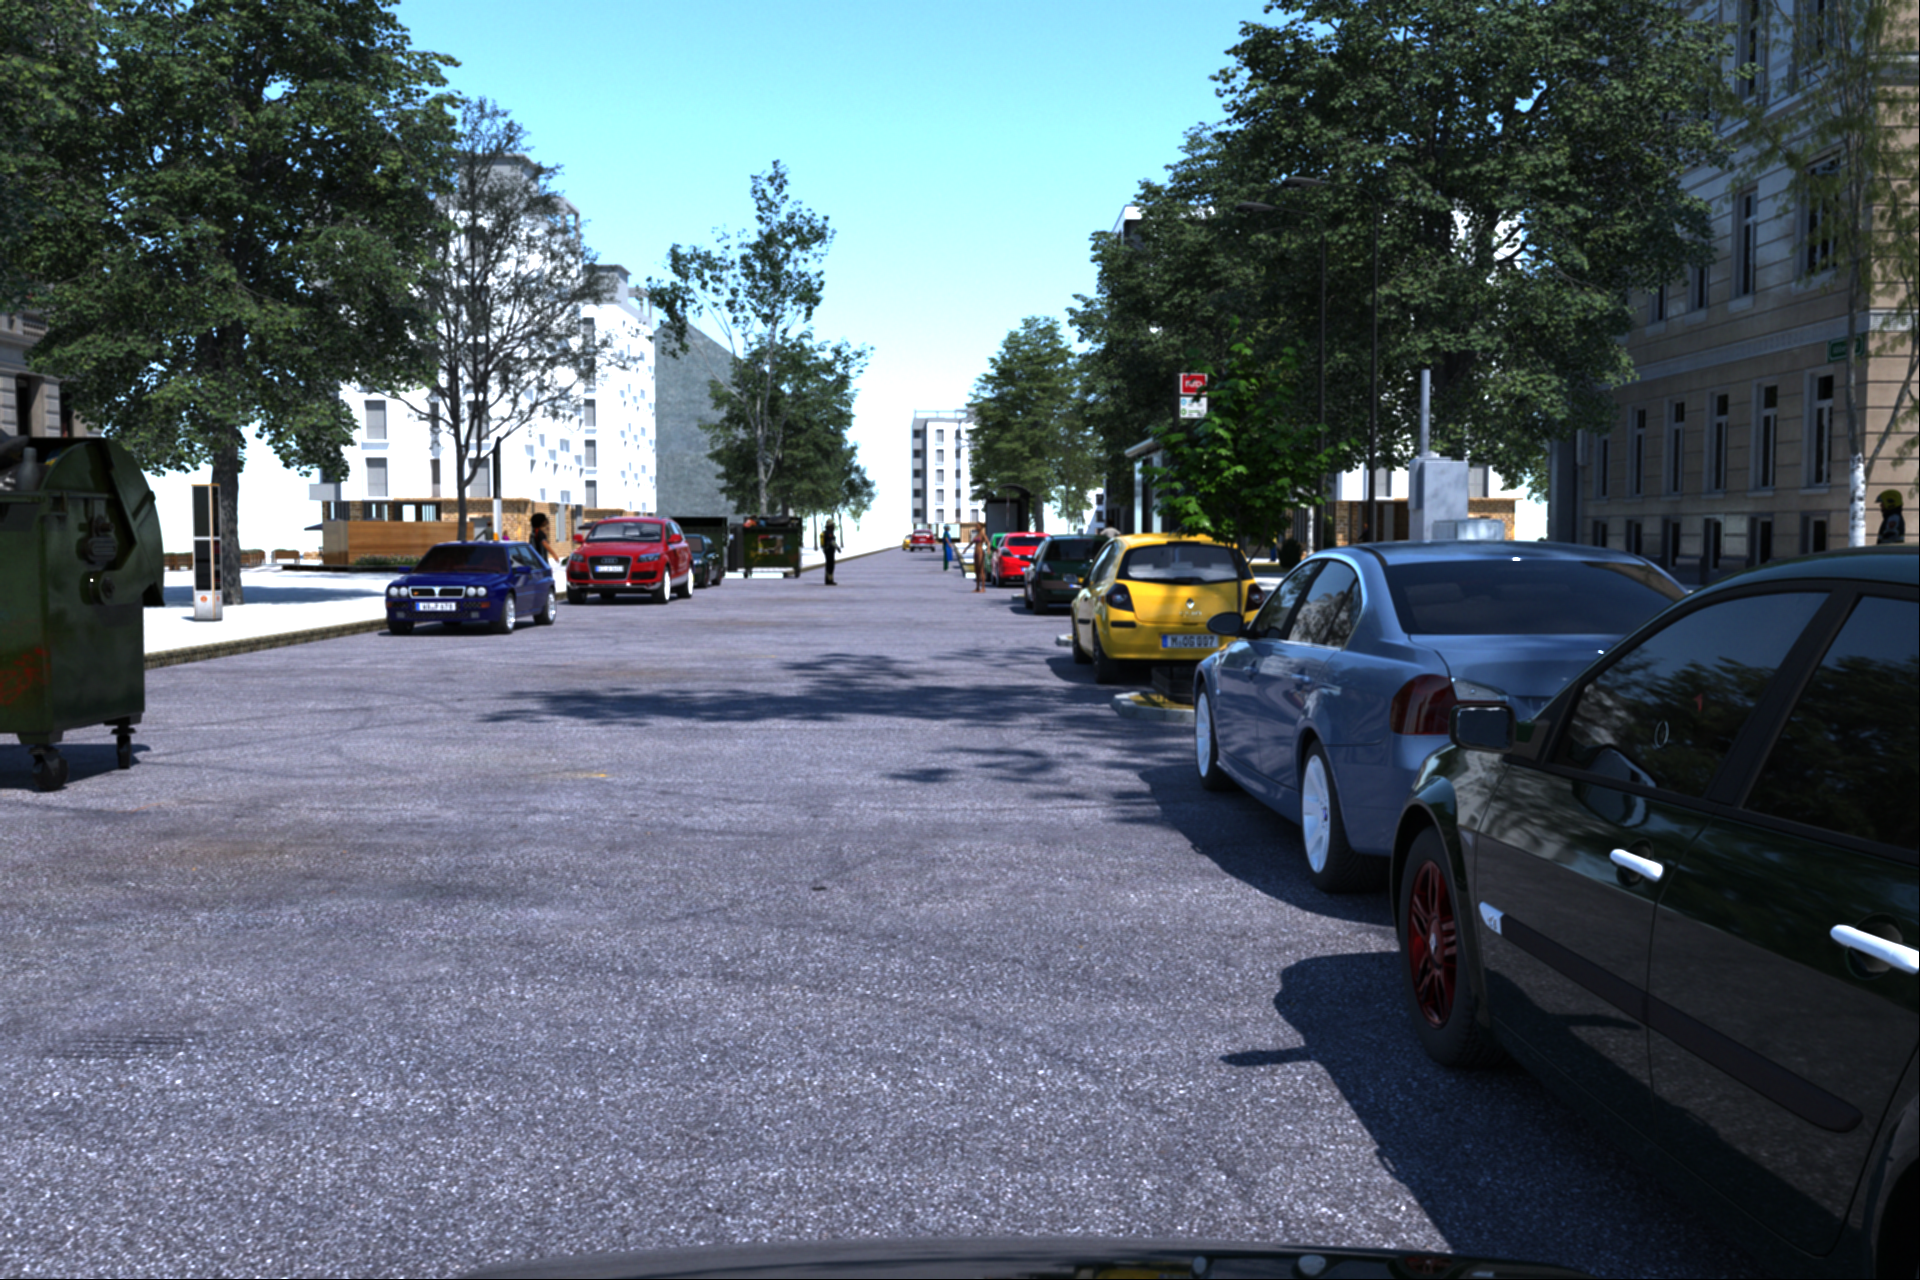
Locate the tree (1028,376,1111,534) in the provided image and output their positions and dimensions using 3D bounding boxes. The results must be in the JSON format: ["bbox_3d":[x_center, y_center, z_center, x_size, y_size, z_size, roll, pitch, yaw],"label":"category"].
[{"bbox_3d":[4.909,-8.017,81.437,4.360,8.622,3.978,0,3,0],"label":"tree"}]

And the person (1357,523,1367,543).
[{"bbox_3d":[18.534,-4.456,79.073,0.704,1.802,1.346,-1,4,-16],"label":"person"}]

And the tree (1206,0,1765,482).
[{"bbox_3d":[8.473,-7.545,30.014,9.857,13.997,8.962,0,3,0],"label":"tree"}]

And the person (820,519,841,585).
[{"bbox_3d":[-3.636,-2.476,48.721,0.705,1.856,1.354,-1,4,-20],"label":"person"}]

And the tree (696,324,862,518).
[{"bbox_3d":[-10.731,-12.121,104.837,9.857,13.997,8.962,0,3,0],"label":"tree"}]

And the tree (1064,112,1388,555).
[{"bbox_3d":[8.194,-8.865,51.591,9.857,13.997,8.962,0,3,0],"label":"tree"}]

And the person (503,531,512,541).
[{"bbox_3d":[-19.582,-4.015,74.919,0.599,1.433,0.991,2,4,28],"label":"person"}]

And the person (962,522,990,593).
[{"bbox_3d":[0.413,-2.032,42.488,0.721,1.733,1.217,-2,4,-31],"label":"person"}]

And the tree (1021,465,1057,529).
[{"bbox_3d":[5.005,-10.549,122.840,4.737,8.622,4.395,0,3,0],"label":"tree"}]

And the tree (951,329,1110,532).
[{"bbox_3d":[4.609,-11.772,102.845,12.009,13.543,11.850,0,3,0],"label":"tree"}]

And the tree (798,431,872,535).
[{"bbox_3d":[-11.206,-13.140,149.249,8.767,10.594,7.601,2,4,34],"label":"tree"}]

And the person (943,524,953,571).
[{"bbox_3d":[-0.481,-3.561,66.809,0.704,1.817,1.347,0,4,-4],"label":"person"}]

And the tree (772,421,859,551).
[{"bbox_3d":[-11.168,-11.980,130.292,7.601,10.594,8.767,-2,4,-31],"label":"tree"}]

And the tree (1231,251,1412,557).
[{"bbox_3d":[8.558,-5.544,41.013,4.737,8.622,4.395,0,3,0],"label":"tree"}]

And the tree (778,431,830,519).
[{"bbox_3d":[-10.690,-10.177,116.762,4.737,8.622,4.395,0,3,0],"label":"tree"}]

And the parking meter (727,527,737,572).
[{"bbox_3d":[-7.805,-3.109,59.247,0.372,1.533,0.369,0,3,0],"label":"parking meter"}]

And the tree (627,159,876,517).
[{"bbox_3d":[-10.809,-14.328,90.158,12.611,20.169,13.585,0,3,0],"label":"tree"}]

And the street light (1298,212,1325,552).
[{"bbox_3d":[5.631,-3.173,24.422,1.470,5.913,1.316,0,3,0],"label":"street light"}]

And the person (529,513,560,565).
[{"bbox_3d":[-7.736,-1.433,32.028,0.704,1.843,1.345,-2,4,-33],"label":"person"}]

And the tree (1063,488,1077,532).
[{"bbox_3d":[17.022,-18.443,251.911,4.360,8.622,3.978,0,3,0],"label":"tree"}]

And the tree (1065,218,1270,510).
[{"bbox_3d":[8.976,-9.890,68.355,9.857,13.997,8.962,0,3,0],"label":"tree"}]

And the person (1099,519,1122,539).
[{"bbox_3d":[4.375,-2.707,51.035,1.217,1.739,0.721,-1,4,-18],"label":"person"}]

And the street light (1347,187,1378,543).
[{"bbox_3d":[5.957,-3.069,22.712,1.470,5.913,1.316,0,4,0],"label":"street light"}]

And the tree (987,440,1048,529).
[{"bbox_3d":[4.112,-10.110,115.662,4.737,8.622,4.395,0,3,0],"label":"tree"}]

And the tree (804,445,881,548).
[{"bbox_3d":[-11.104,-13.829,160.509,8.767,10.594,7.601,-3,4,-37],"label":"tree"}]

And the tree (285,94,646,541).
[{"bbox_3d":[-13.760,-8.414,47.937,12.009,13.543,11.850,0,3,0],"label":"tree"}]

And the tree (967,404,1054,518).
[{"bbox_3d":[4.233,-13.936,145.980,7.486,12.596,7.792,0,3,0],"label":"tree"}]

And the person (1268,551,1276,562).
[{"bbox_3d":[14.240,-4.446,79.162,0.721,1.772,1.216,3,5,43],"label":"person"}]

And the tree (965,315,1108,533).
[{"bbox_3d":[3.803,-10.533,90.335,7.486,12.596,7.792,0,3,0],"label":"tree"}]

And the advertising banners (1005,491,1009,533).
[{"bbox_3d":[1.833,-4.376,67.728,0.090,3.025,2.074,0,4,-1],"label":"advertising banners"}]

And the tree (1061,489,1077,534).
[{"bbox_3d":[16.799,-18.167,247.391,4.360,8.622,3.978,0,3,0],"label":"tree"}]

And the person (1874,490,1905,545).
[{"bbox_3d":[12.061,-1.026,22.538,0.704,1.858,1.351,2,4,33],"label":"person"}]

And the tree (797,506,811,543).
[{"bbox_3d":[-22.757,-18.548,253.619,4.737,8.622,4.395,0,3,0],"label":"tree"}]

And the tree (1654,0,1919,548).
[{"bbox_3d":[8.341,-4.038,16.389,4.360,8.622,3.978,0,3,0],"label":"tree"}]

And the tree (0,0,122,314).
[{"bbox_3d":[-13.581,-6.771,17.363,9.857,13.997,8.962,0,3,0],"label":"tree"}]

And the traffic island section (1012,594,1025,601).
[{"bbox_3d":[2.139,-0.927,38.021,1.991,0.108,1.994,0,4,0],"label":"traffic island section"}]

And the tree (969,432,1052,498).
[{"bbox_3d":[4.705,-14.150,157.113,9.928,11.665,9.643,0,3,0],"label":"tree"}]

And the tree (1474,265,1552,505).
[{"bbox_3d":[25.270,-9.497,73.403,7.486,12.596,7.792,0,3,0],"label":"tree"}]

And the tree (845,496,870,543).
[{"bbox_3d":[-15.024,-18.530,253.332,4.737,8.622,4.395,0,3,0],"label":"tree"}]

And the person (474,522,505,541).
[{"bbox_3d":[-19.529,-4.015,71.914,1.348,1.796,0.705,0,4,-5],"label":"person"}]

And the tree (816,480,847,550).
[{"bbox_3d":[-11.172,-11.649,140.823,4.737,8.622,4.395,0,3,0],"label":"tree"}]

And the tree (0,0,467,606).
[{"bbox_3d":[-13.371,-7.609,31.057,9.857,13.997,8.962,0,3,0],"label":"tree"}]

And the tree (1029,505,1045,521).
[{"bbox_3d":[9.056,-19.536,253.833,7.601,10.594,8.767,0,4,1],"label":"tree"}]
